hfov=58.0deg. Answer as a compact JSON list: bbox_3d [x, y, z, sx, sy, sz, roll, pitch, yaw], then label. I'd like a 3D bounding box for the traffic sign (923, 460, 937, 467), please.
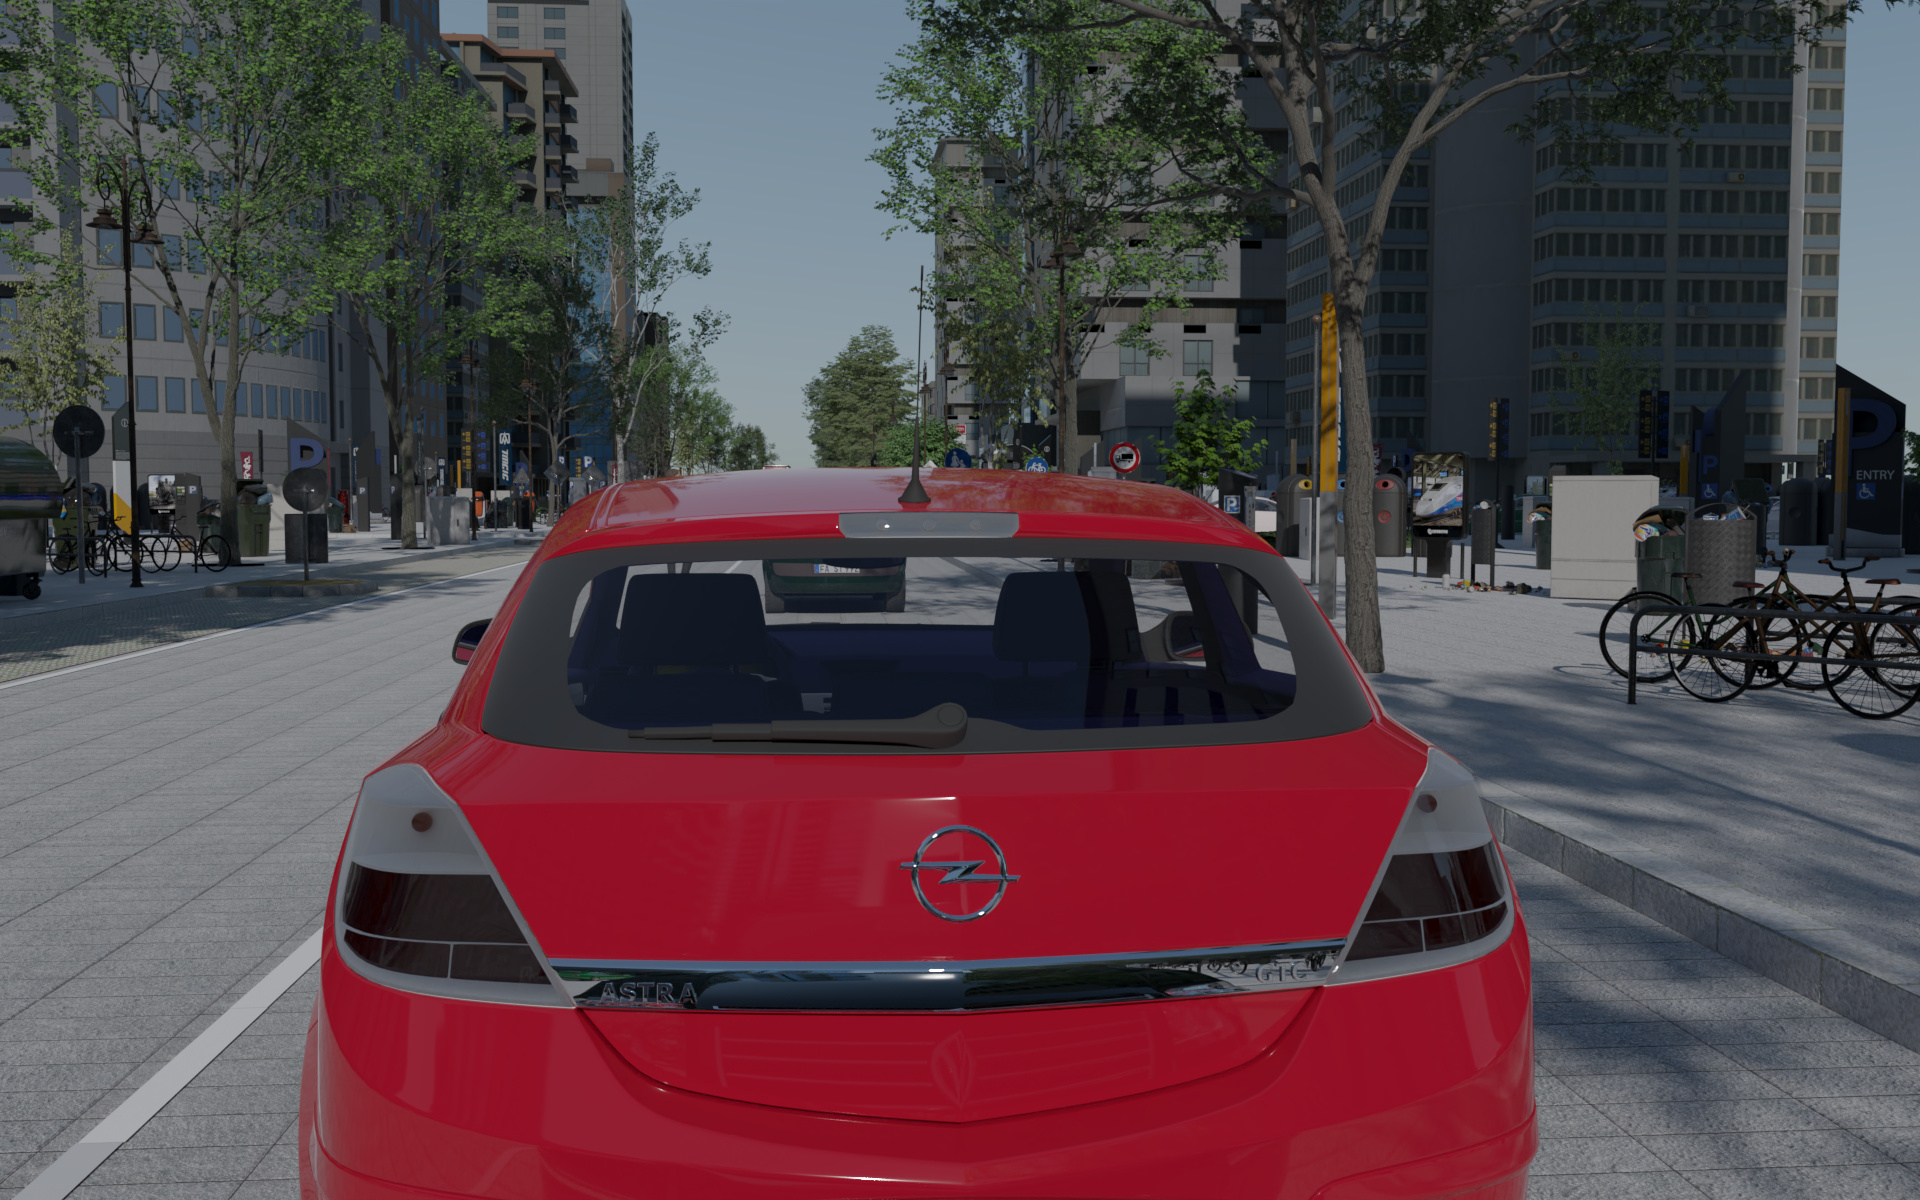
[{"bbox_3d":[-0.872,-2.882,50.761,0.795,2.450,0.064,0,4,-5],"label":"traffic sign"}]

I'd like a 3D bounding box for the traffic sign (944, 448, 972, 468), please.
[{"bbox_3d":[-0.054,-2.929,47.994,0.768,2.556,0.104,0,4,-4],"label":"traffic sign"}]

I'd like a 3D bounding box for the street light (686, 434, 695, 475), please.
[{"bbox_3d":[-20.811,-9.914,134.873,0.468,5.910,1.993,0,4,-5],"label":"street light"}]

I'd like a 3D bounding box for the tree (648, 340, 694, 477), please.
[{"bbox_3d":[-20.053,-11.750,117.872,9.928,11.665,9.643,0,3,0],"label":"tree"}]

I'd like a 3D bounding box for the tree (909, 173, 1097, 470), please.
[{"bbox_3d":[0.956,-5.533,40.819,4.737,8.622,4.395,0,3,0],"label":"tree"}]

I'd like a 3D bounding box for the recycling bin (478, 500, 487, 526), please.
[{"bbox_3d":[-19.662,-3.545,70.513,0.722,1.027,0.722,0,4,-7],"label":"recycling bin"}]

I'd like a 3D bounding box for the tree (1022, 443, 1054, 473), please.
[{"bbox_3d":[2.732,-4.380,66.222,1.663,3.219,1.824,0,3,0],"label":"tree"}]

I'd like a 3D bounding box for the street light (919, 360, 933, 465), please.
[{"bbox_3d":[-1.211,-5.324,59.841,0.468,5.910,1.993,0,4,-5],"label":"street light"}]

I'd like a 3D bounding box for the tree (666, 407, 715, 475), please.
[{"bbox_3d":[-21.809,-11.509,138.532,4.737,8.622,4.395,0,3,0],"label":"tree"}]

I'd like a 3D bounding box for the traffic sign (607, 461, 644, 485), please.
[{"bbox_3d":[-20.538,-6.883,106.413,2.265,3.308,0.079,0,4,5],"label":"traffic sign"}]

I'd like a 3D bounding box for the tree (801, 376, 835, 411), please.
[{"bbox_3d":[-16.064,-24.260,252.538,12.611,20.169,13.585,0,3,0],"label":"tree"}]

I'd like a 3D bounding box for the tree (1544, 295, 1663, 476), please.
[{"bbox_3d":[23.745,-6.912,63.376,4.737,8.622,4.395,0,3,0],"label":"tree"}]

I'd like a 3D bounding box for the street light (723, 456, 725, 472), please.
[{"bbox_3d":[-24.885,-12.852,182.915,0.468,5.910,1.993,0,4,-5],"label":"street light"}]

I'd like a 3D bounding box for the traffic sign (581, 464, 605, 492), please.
[{"bbox_3d":[-12.253,-3.315,57.837,0.795,2.450,0.064,0,4,-5],"label":"traffic sign"}]

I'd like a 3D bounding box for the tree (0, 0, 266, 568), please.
[{"bbox_3d":[-13.056,-6.392,30.257,9.928,11.665,9.643,0,3,0],"label":"tree"}]

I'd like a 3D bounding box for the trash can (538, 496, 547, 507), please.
[{"bbox_3d":[-30.281,-6.970,125.619,0.748,1.137,0.748,0,3,0],"label":"trash can"}]

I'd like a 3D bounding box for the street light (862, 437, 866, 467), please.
[{"bbox_3d":[-7.281,-9.753,132.246,0.468,5.910,1.993,0,4,-5],"label":"street light"}]

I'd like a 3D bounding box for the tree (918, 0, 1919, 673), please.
[{"bbox_3d":[3.011,-4.778,12.535,8.767,10.594,7.601,1,4,10],"label":"tree"}]

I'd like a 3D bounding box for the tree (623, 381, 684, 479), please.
[{"bbox_3d":[-19.733,-9.784,110.324,4.360,8.622,3.978,0,3,0],"label":"tree"}]

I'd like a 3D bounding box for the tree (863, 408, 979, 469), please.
[{"bbox_3d":[-1.261,-5.028,65.915,4.285,4.588,4.351,0,3,0],"label":"tree"}]

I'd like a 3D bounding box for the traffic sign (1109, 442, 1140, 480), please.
[{"bbox_3d":[4.032,-2.596,42.549,0.768,2.556,0.104,0,4,-1],"label":"traffic sign"}]

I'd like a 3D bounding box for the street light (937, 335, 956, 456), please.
[{"bbox_3d":[-0.396,-4.747,50.400,0.468,5.910,1.993,0,4,-5],"label":"street light"}]

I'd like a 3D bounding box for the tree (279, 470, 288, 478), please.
[{"bbox_3d":[-28.057,-4.878,74.354,1.663,3.219,1.824,0,3,0],"label":"tree"}]

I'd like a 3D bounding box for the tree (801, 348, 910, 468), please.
[{"bbox_3d":[-8.596,-14.788,148.431,9.857,13.997,8.962,0,3,0],"label":"tree"}]

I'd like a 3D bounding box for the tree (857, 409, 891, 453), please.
[{"bbox_3d":[-6.899,-11.605,140.106,4.737,8.622,4.395,0,3,0],"label":"tree"}]

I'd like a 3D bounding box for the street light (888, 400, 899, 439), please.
[{"bbox_3d":[-3.238,-6.794,83.863,0.468,5.910,1.993,0,4,-5],"label":"street light"}]

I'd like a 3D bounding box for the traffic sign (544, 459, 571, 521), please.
[{"bbox_3d":[-11.580,-2.828,49.880,0.795,2.450,0.064,0,4,-5],"label":"traffic sign"}]

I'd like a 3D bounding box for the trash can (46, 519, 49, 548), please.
[{"bbox_3d":[-20.961,-1.684,39.187,0.748,1.137,0.748,0,3,0],"label":"trash can"}]

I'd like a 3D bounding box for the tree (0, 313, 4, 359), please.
[{"bbox_3d":[-24.829,-5.519,40.595,4.360,8.622,3.978,0,3,0],"label":"tree"}]

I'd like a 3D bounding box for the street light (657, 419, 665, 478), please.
[{"bbox_3d":[-18.337,-8.163,106.254,0.468,5.910,1.993,0,4,-5],"label":"street light"}]

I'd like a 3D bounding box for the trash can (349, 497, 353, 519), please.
[{"bbox_3d":[-30.138,-4.533,85.774,0.748,1.137,0.748,0,3,0],"label":"trash can"}]

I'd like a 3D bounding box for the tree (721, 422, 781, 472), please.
[{"bbox_3d":[-33.471,-21.989,276.525,9.611,12.733,9.660,0,3,0],"label":"tree"}]

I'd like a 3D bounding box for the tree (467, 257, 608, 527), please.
[{"bbox_3d":[-15.792,-8.158,67.800,7.601,10.594,8.767,0,4,5],"label":"tree"}]

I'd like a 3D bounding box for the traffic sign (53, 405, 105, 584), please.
[{"bbox_3d":[-12.570,-1.505,24.719,0.768,2.556,0.104,0,4,3],"label":"traffic sign"}]

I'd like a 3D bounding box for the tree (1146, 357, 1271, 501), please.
[{"bbox_3d":[3.303,-1.818,24.332,1.663,3.219,1.824,0,3,0],"label":"tree"}]

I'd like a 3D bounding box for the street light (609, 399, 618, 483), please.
[{"bbox_3d":[-16.327,-6.688,82.139,0.468,5.910,1.993,0,4,-5],"label":"street light"}]

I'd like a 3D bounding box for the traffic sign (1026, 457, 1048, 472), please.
[{"bbox_3d":[2.634,-3.626,59.384,0.768,2.556,0.104,0,3,0],"label":"traffic sign"}]

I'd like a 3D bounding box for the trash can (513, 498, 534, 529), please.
[{"bbox_3d":[-15.957,-3.160,63.325,0.748,1.137,0.748,0,3,0],"label":"trash can"}]

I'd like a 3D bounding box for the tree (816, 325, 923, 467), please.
[{"bbox_3d":[-6.042,-12.133,116.495,7.486,12.596,7.792,0,3,0],"label":"tree"}]

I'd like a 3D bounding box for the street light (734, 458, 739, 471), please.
[{"bbox_3d":[-27.742,-14.935,216.973,0.468,5.910,1.993,0,4,-5],"label":"street light"}]

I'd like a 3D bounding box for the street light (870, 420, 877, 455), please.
[{"bbox_3d":[-5.387,-8.283,108.213,0.468,5.910,1.993,0,4,-5],"label":"street light"}]

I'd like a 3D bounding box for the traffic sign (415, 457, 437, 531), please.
[{"bbox_3d":[-18.344,-3.630,59.451,0.768,2.556,0.104,0,4,4],"label":"traffic sign"}]

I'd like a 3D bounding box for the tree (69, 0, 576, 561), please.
[{"bbox_3d":[-12.930,-6.975,39.794,9.928,11.665,9.643,0,3,0],"label":"tree"}]

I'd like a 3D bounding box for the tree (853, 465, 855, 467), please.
[{"bbox_3d":[-9.121,-13.069,164.043,4.360,8.622,3.978,0,3,0],"label":"tree"}]

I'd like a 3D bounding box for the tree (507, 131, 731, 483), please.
[{"bbox_3d":[-18.251,-14.457,92.265,12.611,20.169,13.585,0,3,0],"label":"tree"}]

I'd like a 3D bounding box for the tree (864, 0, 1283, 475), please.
[{"bbox_3d":[1.934,-6.520,32.360,9.928,11.665,9.643,0,3,0],"label":"tree"}]

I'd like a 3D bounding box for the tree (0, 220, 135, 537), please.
[{"bbox_3d":[-24.588,-5.904,46.888,4.737,8.622,4.395,0,3,0],"label":"tree"}]

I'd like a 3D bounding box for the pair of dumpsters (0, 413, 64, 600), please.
[{"bbox_3d":[-11.483,-1.002,18.880,1.574,2.255,4.437,0,4,-5],"label":"pair of dumpsters"}]

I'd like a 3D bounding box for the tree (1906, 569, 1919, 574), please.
[{"bbox_3d":[16.045,-2.038,27.919,1.663,3.219,1.824,0,3,0],"label":"tree"}]

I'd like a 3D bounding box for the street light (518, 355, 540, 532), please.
[{"bbox_3d":[-14.357,-5.201,57.831,0.468,5.910,1.993,0,4,-5],"label":"street light"}]

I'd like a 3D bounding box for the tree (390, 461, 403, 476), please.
[{"bbox_3d":[-32.296,-6.462,100.255,1.663,3.219,1.824,0,3,0],"label":"tree"}]

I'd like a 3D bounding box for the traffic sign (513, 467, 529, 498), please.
[{"bbox_3d":[-21.017,-5.083,83.119,0.884,2.594,0.081,0,4,0],"label":"traffic sign"}]
